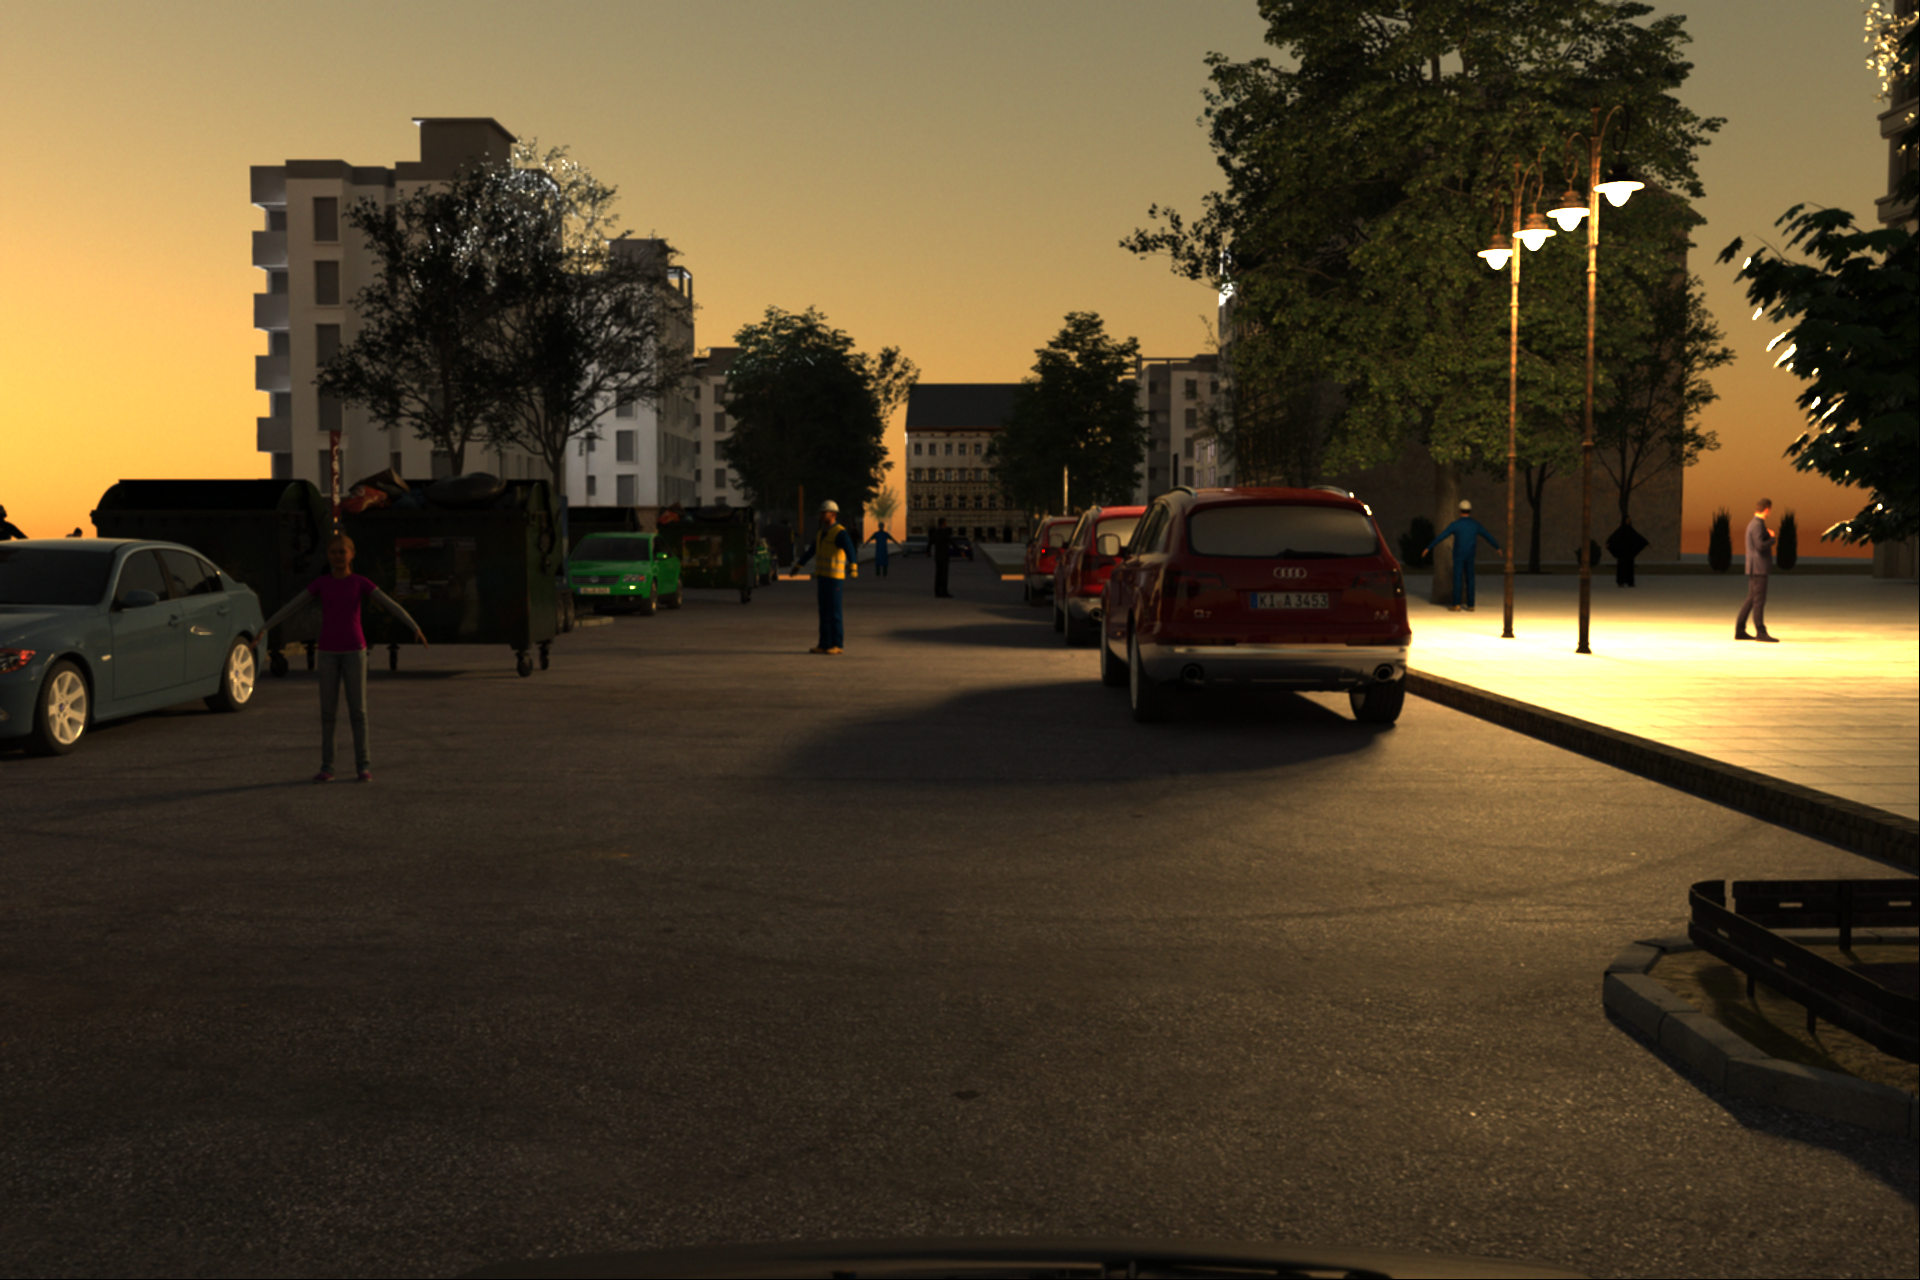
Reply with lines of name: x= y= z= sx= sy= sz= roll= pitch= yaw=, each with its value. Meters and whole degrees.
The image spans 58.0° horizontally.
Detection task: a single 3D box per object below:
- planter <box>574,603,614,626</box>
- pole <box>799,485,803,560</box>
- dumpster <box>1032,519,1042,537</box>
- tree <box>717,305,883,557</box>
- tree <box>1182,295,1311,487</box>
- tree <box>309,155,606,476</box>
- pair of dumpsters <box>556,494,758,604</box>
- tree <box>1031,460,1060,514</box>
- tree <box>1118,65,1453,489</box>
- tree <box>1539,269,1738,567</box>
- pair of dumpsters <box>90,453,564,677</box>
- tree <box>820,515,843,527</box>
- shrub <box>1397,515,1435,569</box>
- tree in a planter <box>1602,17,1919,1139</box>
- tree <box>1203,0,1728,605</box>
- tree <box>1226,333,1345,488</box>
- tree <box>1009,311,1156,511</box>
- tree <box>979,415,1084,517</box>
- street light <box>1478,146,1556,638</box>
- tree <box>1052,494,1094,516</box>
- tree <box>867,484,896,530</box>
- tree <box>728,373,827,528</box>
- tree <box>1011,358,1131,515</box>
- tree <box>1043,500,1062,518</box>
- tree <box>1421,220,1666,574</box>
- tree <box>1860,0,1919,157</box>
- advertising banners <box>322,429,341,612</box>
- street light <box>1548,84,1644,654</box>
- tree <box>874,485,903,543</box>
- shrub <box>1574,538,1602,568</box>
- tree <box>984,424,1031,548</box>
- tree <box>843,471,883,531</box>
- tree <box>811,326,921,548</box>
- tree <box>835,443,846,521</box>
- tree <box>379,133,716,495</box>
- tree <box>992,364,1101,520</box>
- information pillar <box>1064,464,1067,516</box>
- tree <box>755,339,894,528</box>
planter: x=-6.630 y=-0.401 z=27.697 sx=1.991 sy=0.319 sz=1.994 roll=0 pitch=4 yaw=0
pole: x=-6.628 y=-4.796 z=72.265 sx=0.158 sy=3.312 sz=0.155 roll=0 pitch=3 yaw=0
dumpster: x=2.915 y=-2.460 z=48.441 sx=1.865 sy=1.857 sz=1.264 roll=0 pitch=3 yaw=0
tree: x=-8.864 y=-11.522 z=95.046 sx=9.857 sy=13.997 sz=8.962 roll=0 pitch=3 yaw=0
tree: x=9.029 y=-6.298 z=53.337 sx=4.360 sy=8.622 sz=3.978 roll=0 pitch=3 yaw=0
tree: x=-11.993 y=-6.579 z=41.972 sx=8.767 sy=10.594 sz=7.601 roll=2 pitch=4 yaw=32
pair of dumpsters: x=-6.448 y=-1.884 z=35.749 sx=4.436 sy=2.255 sz=1.574 roll=0 pitch=4 yaw=0
tree: x=6.180 y=-11.244 z=134.199 sx=4.360 sy=8.622 sz=3.978 roll=0 pitch=3 yaw=0
tree: x=12.902 y=-13.205 z=71.798 sx=12.611 sy=20.169 sz=13.585 roll=0 pitch=3 yaw=0
tree: x=26.157 y=-8.691 z=67.853 sx=9.928 sy=11.665 sz=9.643 roll=0 pitch=3 yaw=0
pair of dumpsters: x=-6.395 y=-0.779 z=17.690 sx=4.436 sy=2.255 sz=1.574 roll=0 pitch=4 yaw=0
tree: x=-9.337 y=-11.353 z=135.984 sx=4.360 sy=8.622 sz=3.978 roll=0 pitch=3 yaw=0
shrub: x=16.970 y=-3.637 z=63.885 sx=1.690 sy=2.028 sz=1.600 roll=0 pitch=3 yaw=0
tree in a planter: x=2.961 y=-0.465 z=4.825 sx=1.991 sy=3.239 sz=1.994 roll=0 pitch=4 yaw=0
tree: x=8.947 y=-7.620 z=31.242 sx=9.857 sy=13.997 sz=8.962 roll=0 pitch=3 yaw=0
tree: x=11.705 y=-6.668 z=59.386 sx=4.360 sy=8.622 sz=3.978 roll=0 pitch=3 yaw=0
tree: x=6.357 y=-10.451 z=88.996 sx=7.486 sy=12.596 sz=7.792 roll=0 pitch=3 yaw=0
tree: x=5.885 y=-11.642 z=124.763 sx=8.767 sy=10.594 sz=7.601 roll=-1 pitch=4 yaw=-19
street light: x=6.763 y=-2.961 z=21.196 sx=0.468 sy=5.910 sz=1.993 roll=0 pitch=4 yaw=0
tree: x=16.536 y=-20.337 z=250.642 sx=7.486 sy=12.596 sz=7.792 roll=0 pitch=3 yaw=0
tree: x=-11.250 y=-18.135 z=246.876 sx=4.737 sy=8.622 sz=4.395 roll=0 pitch=3 yaw=0
tree: x=-9.043 y=-7.928 z=79.986 sx=4.360 sy=8.622 sz=3.978 roll=0 pitch=3 yaw=0
tree: x=6.513 y=-10.752 z=101.556 sx=9.928 sy=11.665 sz=9.643 roll=0 pitch=3 yaw=0
tree: x=6.652 y=-12.005 z=146.650 sx=4.360 sy=8.622 sz=3.978 roll=0 pitch=3 yaw=0
tree: x=18.565 y=-7.953 z=55.790 sx=9.928 sy=11.665 sz=9.643 roll=0 pitch=3 yaw=0
tree: x=9.233 y=-6.180 z=11.409 sx=12.009 sy=13.543 sz=11.850 roll=0 pitch=3 yaw=0
advertising banners: x=-10.464 y=-1.969 z=28.376 sx=0.090 sy=3.025 sz=2.074 roll=0 pitch=4 yaw=0
street light: x=6.707 y=-2.793 z=18.449 sx=0.468 sy=5.910 sz=1.993 roll=0 pitch=3 yaw=0
tree: x=-9.902 y=-18.408 z=251.326 sx=4.360 sy=8.622 sz=3.978 roll=0 pitch=3 yaw=0
shrub: x=23.937 y=-3.355 z=65.964 sx=1.383 sy=1.207 sz=1.383 roll=0 pitch=3 yaw=0
tree: x=6.052 y=-14.073 z=155.841 sx=9.928 sy=11.665 sz=9.643 roll=0 pitch=3 yaw=0
tree: x=-9.223 y=-12.007 z=146.671 sx=4.360 sy=8.622 sz=3.978 roll=0 pitch=3 yaw=0
tree: x=-10.845 y=-18.539 z=158.994 sx=12.611 sy=20.169 sz=13.585 roll=0 pitch=3 yaw=0
tree: x=-9.567 y=-10.884 z=128.321 sx=4.360 sy=8.622 sz=3.978 roll=0 pitch=3 yaw=0
tree: x=-12.555 y=-8.750 z=53.432 sx=12.009 sy=13.543 sz=11.850 roll=0 pitch=3 yaw=0
tree: x=5.978 y=-12.011 z=114.501 sx=7.486 sy=12.596 sz=7.792 roll=0 pitch=3 yaw=0
information pillar: x=3.563 y=-4.110 z=58.546 sx=0.183 sy=3.616 sz=0.504 roll=0 pitch=4 yaw=-1
tree: x=-8.614 y=-12.550 z=111.845 sx=9.857 sy=13.997 sz=8.962 roll=0 pitch=3 yaw=0
